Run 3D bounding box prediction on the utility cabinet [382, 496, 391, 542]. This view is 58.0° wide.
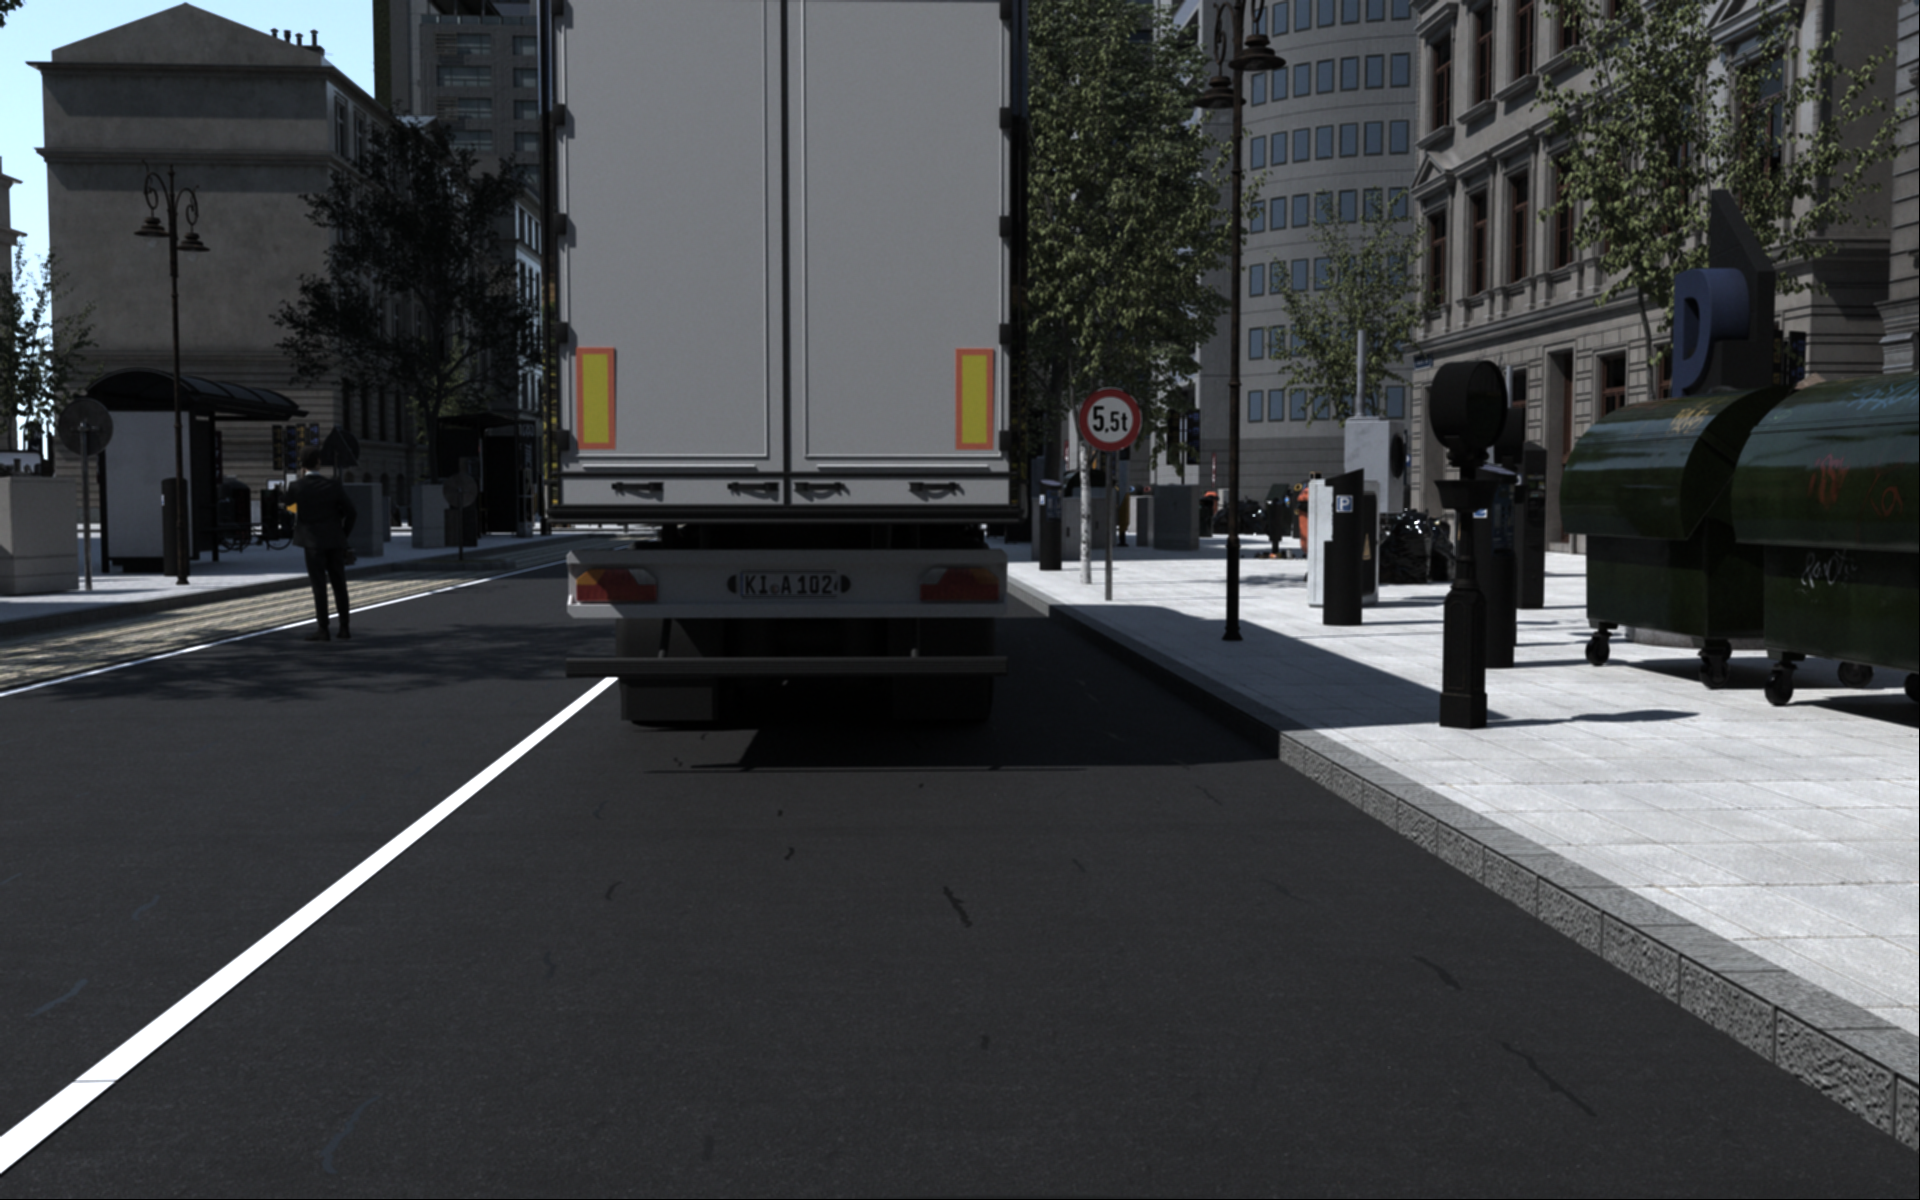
[{"bbox_3d":[-15.847,-2.164,46.535,1.020,1.237,0.306,-1,4,-10],"label":"utility cabinet"}]

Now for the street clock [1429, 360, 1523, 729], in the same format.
[{"bbox_3d":[2.778,-0.302,9.501,0.358,2.002,0.471,3,5,44],"label":"street clock"}]

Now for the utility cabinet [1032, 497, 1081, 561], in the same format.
[{"bbox_3d":[1.897,-1.365,33.477,1.020,1.237,0.306,0,4,3],"label":"utility cabinet"}]

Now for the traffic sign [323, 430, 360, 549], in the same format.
[{"bbox_3d":[-12.333,-2.106,34.535,0.768,2.556,0.104,0,4,4],"label":"traffic sign"}]

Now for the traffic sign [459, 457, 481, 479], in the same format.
[{"bbox_3d":[-13.457,-2.781,47.597,0.606,2.300,0.079,0,4,3],"label":"traffic sign"}]

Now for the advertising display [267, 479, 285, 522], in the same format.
[{"bbox_3d":[-29.017,-4.194,73.786,0.974,1.923,0.123,0,4,0],"label":"advertising display"}]

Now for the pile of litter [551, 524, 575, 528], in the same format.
[{"bbox_3d":[-15.179,-3.161,65.643,1.176,0.858,1.719,-1,4,-12],"label":"pile of litter"}]

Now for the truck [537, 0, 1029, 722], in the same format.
[{"bbox_3d":[-1.069,-1.548,14.218,2.839,4.237,11.283,0,4,-2],"label":"truck"}]

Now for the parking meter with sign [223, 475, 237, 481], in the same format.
[{"bbox_3d":[-29.775,-4.535,70.412,1.738,3.016,0.543,-1,4,-12],"label":"parking meter with sign"}]

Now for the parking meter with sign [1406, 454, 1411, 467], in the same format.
[{"bbox_3d":[19.517,-4.932,76.896,0.543,3.016,1.738,0,4,1],"label":"parking meter with sign"}]

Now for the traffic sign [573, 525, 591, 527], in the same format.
[{"bbox_3d":[-14.892,-4.540,68.099,2.265,3.308,0.079,0,4,3],"label":"traffic sign"}]

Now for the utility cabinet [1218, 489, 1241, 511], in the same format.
[{"bbox_3d":[11.617,-4.035,74.655,1.173,1.500,0.318,-3,5,-42],"label":"utility cabinet"}]

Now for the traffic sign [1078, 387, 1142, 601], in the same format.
[{"bbox_3d":[1.792,-1.265,20.795,0.768,2.556,0.104,0,4,-2],"label":"traffic sign"}]

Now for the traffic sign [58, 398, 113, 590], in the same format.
[{"bbox_3d":[-11.642,-1.404,23.063,0.768,2.556,0.104,0,4,5],"label":"traffic sign"}]

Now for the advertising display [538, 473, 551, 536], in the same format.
[{"bbox_3d":[-12.834,-2.962,53.635,0.123,1.923,0.974,0,4,5],"label":"advertising display"}]

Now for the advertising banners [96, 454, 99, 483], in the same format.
[{"bbox_3d":[-21.264,-2.923,43.974,0.090,3.025,2.074,1,4,13],"label":"advertising banners"}]

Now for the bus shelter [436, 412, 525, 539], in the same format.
[{"bbox_3d":[-14.420,-3.744,52.489,1.731,3.624,6.357,0,4,-3],"label":"bus shelter"}]

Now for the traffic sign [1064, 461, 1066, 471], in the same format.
[{"bbox_3d":[2.943,-3.106,52.918,0.606,2.300,0.079,0,4,4],"label":"traffic sign"}]

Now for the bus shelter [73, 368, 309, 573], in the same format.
[{"bbox_3d":[-13.356,-2.243,30.592,2.014,3.302,5.546,0,4,-4],"label":"bus shelter"}]

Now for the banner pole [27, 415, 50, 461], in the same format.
[{"bbox_3d":[-28.528,-3.901,53.799,0.401,3.779,0.863,3,5,40],"label":"banner pole"}]

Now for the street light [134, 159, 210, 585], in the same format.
[{"bbox_3d":[-11.024,-3.156,24.382,0.468,5.910,1.993,0,4,-4],"label":"street light"}]

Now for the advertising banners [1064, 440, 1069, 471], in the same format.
[{"bbox_3d":[3.605,-3.625,55.458,0.090,3.025,2.074,-1,4,-11],"label":"advertising banners"}]

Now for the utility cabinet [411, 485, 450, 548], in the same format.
[{"bbox_3d":[-12.605,-1.990,41.218,0.318,1.500,1.173,1,4,15],"label":"utility cabinet"}]

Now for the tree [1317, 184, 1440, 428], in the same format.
[{"bbox_3d":[9.290,-5.518,40.586,4.737,8.622,4.395,0,3,0],"label":"tree"}]

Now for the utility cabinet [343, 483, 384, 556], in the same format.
[{"bbox_3d":[-12.365,-1.637,35.451,1.173,1.500,0.318,2,4,27],"label":"utility cabinet"}]

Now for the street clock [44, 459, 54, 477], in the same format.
[{"bbox_3d":[-18.904,-1.900,35.630,0.358,2.002,0.471,2,4,32],"label":"street clock"}]

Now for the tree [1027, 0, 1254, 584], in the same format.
[{"bbox_3d":[1.893,-4.518,24.233,4.737,8.622,4.395,0,3,0],"label":"tree"}]

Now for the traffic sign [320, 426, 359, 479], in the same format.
[{"bbox_3d":[-12.009,-2.038,33.326,0.884,2.594,0.081,0,4,-1],"label":"traffic sign"}]

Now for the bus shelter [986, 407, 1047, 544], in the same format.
[{"bbox_3d":[1.464,-3.445,47.607,1.731,3.624,6.357,0,4,-4],"label":"bus shelter"}]

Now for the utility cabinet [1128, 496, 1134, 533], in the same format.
[{"bbox_3d":[5.994,-2.797,56.894,1.020,1.237,0.306,3,5,44],"label":"utility cabinet"}]

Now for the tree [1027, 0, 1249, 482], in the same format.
[{"bbox_3d":[2.275,-7.176,35.459,7.486,12.596,7.792,0,3,0],"label":"tree"}]

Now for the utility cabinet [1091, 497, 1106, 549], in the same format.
[{"bbox_3d":[2.978,-1.796,40.526,1.020,1.237,0.306,-3,5,-43],"label":"utility cabinet"}]

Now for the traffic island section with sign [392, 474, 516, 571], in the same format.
[{"bbox_3d":[-9.535,-1.482,32.864,1.989,1.847,2.006,0,4,-4],"label":"traffic island section with sign"}]

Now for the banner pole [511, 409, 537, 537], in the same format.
[{"bbox_3d":[-12.960,-3.758,51.457,0.863,3.779,0.401,-3,4,-38],"label":"banner pole"}]

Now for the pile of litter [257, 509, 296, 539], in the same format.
[{"bbox_3d":[-19.370,-2.205,50.024,1.719,0.858,1.176,1,4,13],"label":"pile of litter"}]

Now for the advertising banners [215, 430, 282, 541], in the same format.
[{"bbox_3d":[-19.775,-3.151,47.708,2.074,3.025,0.090,0,4,-4],"label":"advertising banners"}]

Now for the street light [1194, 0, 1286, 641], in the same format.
[{"bbox_3d":[2.394,-2.585,15.046,0.468,5.910,1.993,0,4,-4],"label":"street light"}]

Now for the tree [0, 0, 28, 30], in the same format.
[{"bbox_3d":[-10.859,-5.338,13.030,9.928,11.665,9.643,0,3,0],"label":"tree"}]

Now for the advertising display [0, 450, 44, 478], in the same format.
[{"bbox_3d":[-13.827,-1.221,25.180,0.123,1.923,0.974,3,5,40],"label":"advertising display"}]

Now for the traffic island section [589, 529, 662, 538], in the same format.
[{"bbox_3d":[-11.115,-2.155,57.514,2.009,0.180,2.903,0,4,-4],"label":"traffic island section"}]

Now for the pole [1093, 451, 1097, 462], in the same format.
[{"bbox_3d":[6.371,-5.390,81.963,0.158,3.312,0.155,0,3,0],"label":"pole"}]

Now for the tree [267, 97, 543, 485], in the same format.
[{"bbox_3d":[-13.072,-6.576,41.931,8.767,10.594,7.601,3,5,40],"label":"tree"}]

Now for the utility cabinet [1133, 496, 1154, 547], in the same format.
[{"bbox_3d":[4.586,-1.937,42.831,0.306,1.237,1.020,1,4,16],"label":"utility cabinet"}]

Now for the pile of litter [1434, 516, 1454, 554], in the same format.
[{"bbox_3d":[9.483,-1.199,33.566,1.176,0.858,1.719,0,4,2],"label":"pile of litter"}]

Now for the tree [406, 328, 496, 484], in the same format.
[{"bbox_3d":[-22.879,-7.767,77.355,4.737,8.622,4.395,0,3,0],"label":"tree"}]

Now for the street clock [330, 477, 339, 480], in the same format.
[{"bbox_3d":[-25.897,-4.114,71.831,0.358,2.002,0.471,2,4,33],"label":"street clock"}]

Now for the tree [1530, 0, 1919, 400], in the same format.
[{"bbox_3d":[8.573,-4.295,20.579,4.737,8.622,4.395,0,3,0],"label":"tree"}]

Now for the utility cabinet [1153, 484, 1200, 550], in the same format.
[{"bbox_3d":[4.947,-1.896,39.673,0.318,1.500,1.173,-3,4,-39],"label":"utility cabinet"}]

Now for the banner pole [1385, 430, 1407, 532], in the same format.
[{"bbox_3d":[14.847,-4.229,59.160,0.863,3.779,0.401,0,4,5],"label":"banner pole"}]

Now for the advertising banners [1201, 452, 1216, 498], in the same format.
[{"bbox_3d":[10.595,-4.746,73.777,0.090,3.025,2.074,0,4,-7],"label":"advertising banners"}]

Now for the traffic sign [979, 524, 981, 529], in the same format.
[{"bbox_3d":[0.627,-3.328,54.511,0.768,2.556,0.104,0,4,3],"label":"traffic sign"}]

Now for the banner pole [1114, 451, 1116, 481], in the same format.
[{"bbox_3d":[6.814,-5.407,78.417,0.863,3.779,0.401,-1,4,-20],"label":"banner pole"}]

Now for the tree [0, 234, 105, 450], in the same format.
[{"bbox_3d":[-27.005,-6.091,49.950,4.737,8.622,4.395,0,3,0],"label":"tree"}]

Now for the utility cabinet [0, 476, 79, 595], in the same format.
[{"bbox_3d":[-11.894,-0.832,22.274,0.318,1.500,1.173,1,4,11],"label":"utility cabinet"}]

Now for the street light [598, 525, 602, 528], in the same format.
[{"bbox_3d":[-13.676,-5.678,65.615,0.468,5.910,1.993,0,4,-4],"label":"street light"}]

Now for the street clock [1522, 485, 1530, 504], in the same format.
[{"bbox_3d":[4.611,-0.613,14.599,0.358,2.002,0.471,1,4,19],"label":"street clock"}]
